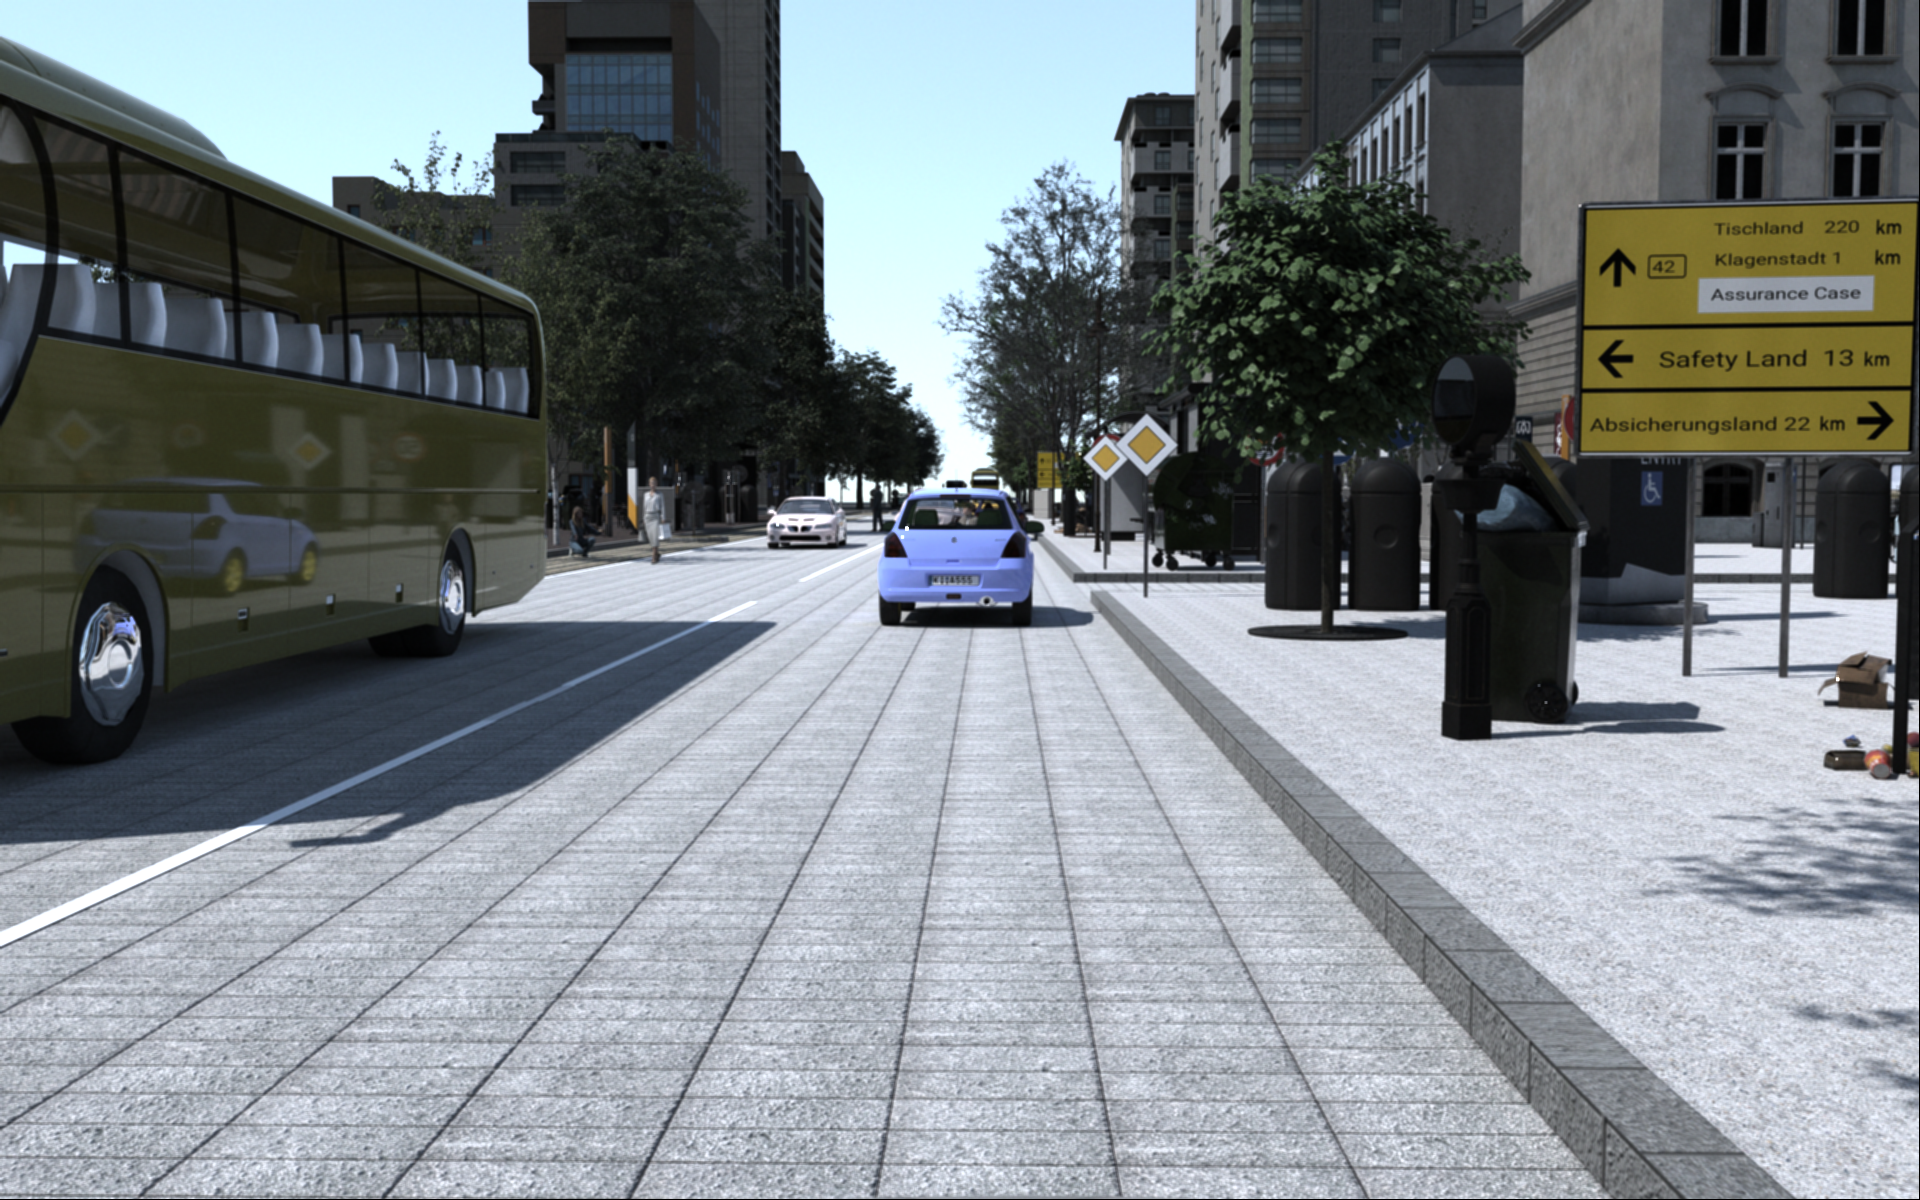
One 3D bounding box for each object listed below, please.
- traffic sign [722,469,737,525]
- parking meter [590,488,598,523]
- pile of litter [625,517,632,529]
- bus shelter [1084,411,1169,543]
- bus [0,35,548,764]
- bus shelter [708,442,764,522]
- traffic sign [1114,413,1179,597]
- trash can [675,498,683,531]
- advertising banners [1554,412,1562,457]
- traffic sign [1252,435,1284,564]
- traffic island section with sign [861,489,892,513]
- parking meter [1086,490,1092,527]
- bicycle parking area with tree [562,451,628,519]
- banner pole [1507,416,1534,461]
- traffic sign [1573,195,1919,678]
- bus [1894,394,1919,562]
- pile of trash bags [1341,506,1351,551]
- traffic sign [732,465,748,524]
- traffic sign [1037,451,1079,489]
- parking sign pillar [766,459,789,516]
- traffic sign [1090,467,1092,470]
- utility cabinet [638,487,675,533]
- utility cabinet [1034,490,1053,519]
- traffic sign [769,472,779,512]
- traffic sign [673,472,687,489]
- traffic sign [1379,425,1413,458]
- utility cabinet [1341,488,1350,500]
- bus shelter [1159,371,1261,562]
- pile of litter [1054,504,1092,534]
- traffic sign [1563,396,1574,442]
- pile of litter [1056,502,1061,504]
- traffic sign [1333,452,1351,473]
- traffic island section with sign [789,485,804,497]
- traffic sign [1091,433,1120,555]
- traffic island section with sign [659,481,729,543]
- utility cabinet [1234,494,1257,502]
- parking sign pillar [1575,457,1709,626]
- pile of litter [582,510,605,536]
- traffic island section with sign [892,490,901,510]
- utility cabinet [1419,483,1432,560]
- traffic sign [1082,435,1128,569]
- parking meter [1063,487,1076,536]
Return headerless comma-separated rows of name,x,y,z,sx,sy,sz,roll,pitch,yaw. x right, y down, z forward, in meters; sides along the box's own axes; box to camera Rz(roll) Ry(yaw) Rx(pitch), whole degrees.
traffic sign,-9.482,-4.231,71.313,0.606,2.300,0.079,0,4,4
parking meter,-16.151,-4.160,76.430,0.372,1.533,0.369,0,3,0
pile of litter,-11.684,-3.058,63.967,1.176,0.858,1.719,3,4,36
bus shelter,4.345,-3.114,44.830,2.014,3.302,5.546,0,4,1
bus,-5.697,-1.278,12.444,2.896,3.916,12.252,0,4,0
bus shelter,-10.465,-5.508,81.343,1.731,3.624,6.357,0,4,1
traffic sign,2.302,-1.088,21.438,0.795,2.450,0.064,0,4,1
trash can,-9.938,-2.946,59.825,0.748,1.137,0.748,0,3,0
advertising banners,12.683,-2.542,37.743,0.090,3.025,2.074,-1,4,-8
traffic sign,5.525,-1.922,31.535,0.768,2.556,0.104,0,4,3
traffic island section with sign,-6.367,-7.409,129.770,1.989,1.847,2.006,0,4,1
parking meter,5.014,-3.574,66.848,0.372,1.533,0.369,0,3,0
bicycle parking area with tree,-22.684,-6.836,98.765,9.016,4.147,8.231,3,5,43
banner pole,15.822,-3.620,49.202,0.863,3.779,0.401,1,4,15
traffic sign,5.441,-1.112,12.053,2.265,3.308,0.079,0,4,8
bus,20.296,-1.881,25.617,13.247,3.499,2.948,0,4,3
pile of trash bags,10.180,-1.811,39.357,3.447,1.369,1.912,1,4,14
traffic sign,-9.608,-4.598,75.289,0.768,2.556,0.104,0,4,2
traffic sign,4.786,-5.432,82.685,2.265,3.308,0.079,0,4,6
parking sign pillar,-10.802,-6.989,102.736,1.447,3.967,1.447,2,4,30
traffic sign,3.948,-2.921,47.858,0.768,2.556,0.104,1,4,8
utility cabinet,-9.825,-2.891,55.946,1.173,1.500,0.318,0,4,-4
utility cabinet,4.319,-4.969,89.928,0.318,1.500,1.173,-3,4,-37
traffic sign,-10.401,-5.975,97.800,0.768,2.556,0.104,1,4,10
traffic sign,-12.716,-4.683,78.692,0.606,2.300,0.079,0,4,2
traffic sign,5.058,-1.237,20.332,0.768,2.556,0.104,0,4,7
utility cabinet,13.051,-3.073,58.914,1.173,1.500,0.318,-1,4,-9
bus shelter,5.450,-3.618,36.792,2.179,5.291,8.768,0,4,1
pile of litter,3.808,-2.626,56.900,1.176,0.858,1.719,-2,4,-27
traffic sign,7.537,-1.251,20.566,0.768,2.556,0.104,1,4,9
pile of litter,5.346,-4.845,93.173,1.719,0.858,1.176,1,4,19
traffic sign,6.656,-1.880,30.852,0.768,2.556,0.104,0,4,7
traffic island section with sign,-7.424,-4.290,78.771,1.989,1.847,2.006,0,4,1
traffic sign,3.138,-2.226,36.495,0.768,2.556,0.104,1,4,11
traffic island section with sign,-7.987,-2.642,51.821,1.989,1.847,2.006,0,4,1
utility cabinet,7.814,-2.423,48.294,1.173,1.500,0.318,2,4,28
parking sign pillar,6.812,-1.773,17.466,1.447,3.967,1.447,-2,4,-33
pile of litter,-11.560,-2.464,54.253,1.176,0.858,1.719,0,4,-2
traffic island section with sign,-5.808,-9.058,156.720,1.989,1.847,2.006,0,4,1
utility cabinet,9.087,-1.501,33.227,0.318,1.500,1.173,0,4,-5
traffic sign,2.469,-1.577,29.422,0.795,2.450,0.064,0,4,1
parking meter,3.333,-2.704,52.625,0.372,1.533,0.369,0,3,0
